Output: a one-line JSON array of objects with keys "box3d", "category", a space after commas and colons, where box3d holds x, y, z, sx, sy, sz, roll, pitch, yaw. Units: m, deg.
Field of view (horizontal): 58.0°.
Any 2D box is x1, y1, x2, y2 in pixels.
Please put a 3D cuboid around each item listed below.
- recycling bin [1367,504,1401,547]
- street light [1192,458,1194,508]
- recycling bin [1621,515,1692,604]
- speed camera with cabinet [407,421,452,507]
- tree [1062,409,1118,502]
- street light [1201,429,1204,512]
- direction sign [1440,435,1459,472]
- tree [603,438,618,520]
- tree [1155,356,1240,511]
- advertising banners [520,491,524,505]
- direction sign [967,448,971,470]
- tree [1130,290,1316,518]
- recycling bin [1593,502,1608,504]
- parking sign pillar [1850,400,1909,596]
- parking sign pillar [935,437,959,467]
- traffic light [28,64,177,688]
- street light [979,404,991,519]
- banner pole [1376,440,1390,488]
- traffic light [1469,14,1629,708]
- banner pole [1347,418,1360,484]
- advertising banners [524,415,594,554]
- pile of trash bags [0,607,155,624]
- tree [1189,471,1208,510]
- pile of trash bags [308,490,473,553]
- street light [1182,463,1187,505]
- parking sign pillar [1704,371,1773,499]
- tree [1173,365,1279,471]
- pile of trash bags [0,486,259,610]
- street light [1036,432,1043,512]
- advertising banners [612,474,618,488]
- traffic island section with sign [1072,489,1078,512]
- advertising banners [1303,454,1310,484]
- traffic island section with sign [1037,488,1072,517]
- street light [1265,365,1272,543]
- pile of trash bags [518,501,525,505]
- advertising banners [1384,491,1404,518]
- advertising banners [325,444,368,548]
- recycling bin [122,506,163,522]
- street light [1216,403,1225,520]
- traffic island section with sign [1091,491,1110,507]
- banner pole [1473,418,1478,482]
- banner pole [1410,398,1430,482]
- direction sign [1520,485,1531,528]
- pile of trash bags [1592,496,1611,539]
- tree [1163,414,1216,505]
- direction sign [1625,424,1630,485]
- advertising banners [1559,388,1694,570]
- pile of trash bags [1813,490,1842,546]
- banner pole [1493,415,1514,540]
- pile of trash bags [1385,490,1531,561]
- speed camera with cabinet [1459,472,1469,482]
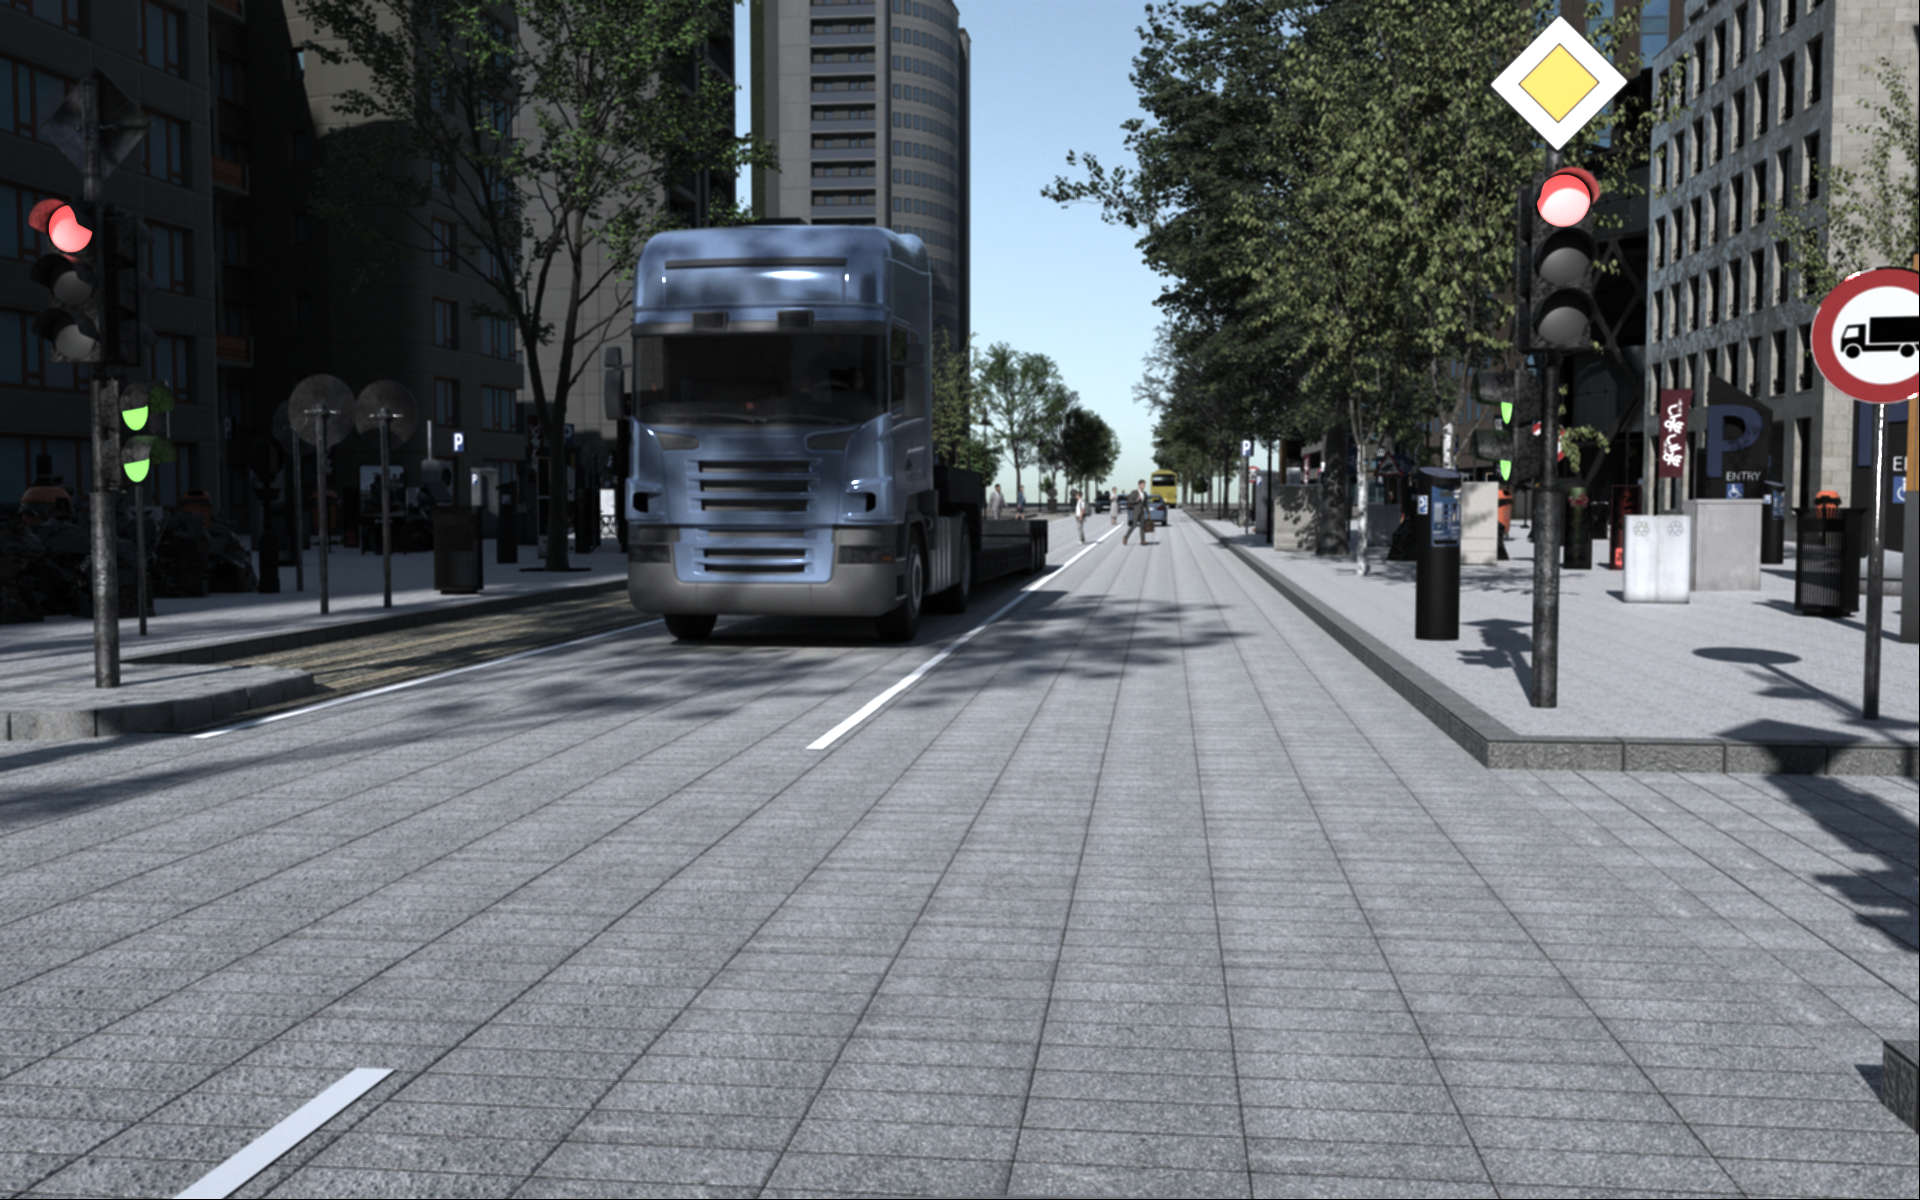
[{"box3d": [10.357, -1.831, 42.484, 0.722, 1.027, 0.722, 0, 4, -3], "category": "recycling bin"}, {"box3d": [21.612, -11.487, 160.606, 0.468, 5.910, 1.993, 0, 4, 7], "category": "street light"}, {"box3d": [8.286, -0.494, 20.629, 0.722, 1.027, 0.722, 1, 4, 19], "category": "recycling bin"}, {"box3d": [-14.210, -3.157, 45.955, 0.660, 3.252, 2.038, 1, 4, 11], "category": "speed camera with cabinet"}, {"box3d": [17.360, -19.197, 232.002, 7.486, 12.596, 7.792, 0, 3, 0], "category": "tree"}, {"box3d": [17.063, -9.105, 121.659, 0.468, 5.910, 1.993, 0, 4, 7], "category": "street light"}, {"box3d": [18.721, -4.545, 66.316, 0.379, 3.537, 0.876, -2, 4, -30], "category": "direction sign"}, {"box3d": [-16.492, -6.252, 85.934, 4.285, 4.588, 4.351, 0, 3, 0], "category": "tree"}, {"box3d": [18.314, -12.858, 128.361, 7.486, 12.596, 7.792, 0, 3, 0], "category": "tree"}, {"box3d": [-21.977, -5.437, 85.084, 2.074, 3.025, 0.090, 0, 4, -8], "category": "advertising banners"}, {"box3d": [0.429, -5.758, 86.139, 0.379, 3.537, 0.876, -1, 4, -10], "category": "direction sign"}, {"box3d": [14.201, -11.096, 91.782, 12.009, 13.543, 11.850, 0, 3, 0], "category": "tree"}, {"box3d": [19.541, -2.508, 53.559, 0.722, 1.027, 0.722, 0, 4, -5], "category": "recycling bin"}, {"box3d": [12.176, -2.062, 22.190, 1.447, 3.967, 1.447, 2, 4, 32], "category": "parking sign pillar"}, {"box3d": [-0.641, -5.661, 81.033, 1.447, 3.967, 1.447, 3, 5, 43], "category": "parking sign pillar"}, {"box3d": [-5.647, -1.374, 11.389, 0.839, 4.253, 0.868, 0, 4, 7], "category": "traffic light"}, {"box3d": [1.276, -7.041, 87.906, 0.468, 5.910, 1.993, 0, 4, 7], "category": "street light"}, {"box3d": [19.452, -5.477, 79.569, 0.863, 3.779, 0.401, -1, 4, -18], "category": "banner pole"}, {"box3d": [3.504, -1.310, 10.335, 0.839, 4.253, 0.868, 0, 4, 7], "category": "traffic light"}, {"box3d": [11.330, -3.692, 50.385, 0.863, 3.779, 0.401, -1, 4, -12], "category": "banner pole"}, {"box3d": [-8.733, -2.542, 37.748, 2.074, 3.025, 0.090, 3, 4, 37], "category": "advertising banners"}, {"box3d": [-10.143, -0.473, 17.481, 1.912, 1.369, 3.447, 3, 5, 45], "category": "pile of trash bags"}, {"box3d": [19.925, -9.042, 142.437, 1.663, 3.219, 1.824, 0, 3, 0], "category": "tree"}, {"box3d": [-12.732, -1.764, 38.591, 3.447, 1.369, 1.912, -3, 5, -39], "category": "pile of trash bags"}, {"box3d": [31.216, -16.502, 242.591, 0.468, 5.910, 1.993, 0, 4, 7], "category": "street light"}, {"box3d": [16.904, -3.008, 37.659, 1.447, 3.967, 1.447, 2, 4, 34], "category": "parking sign pillar"}, {"box3d": [17.184, -10.732, 109.884, 7.601, 10.594, 8.767, -3, 4, -37], "category": "tree"}, {"box3d": [-10.326, -0.716, 21.464, 1.912, 1.369, 3.447, 1, 4, 9], "category": "pile of trash bags"}, {"box3d": [5.868, -9.423, 126.848, 0.468, 5.910, 1.993, 0, 4, 7], "category": "street light"}, {"box3d": [-16.647, -5.127, 80.012, 2.074, 3.025, 0.090, -2, 4, -24], "category": "advertising banners"}, {"box3d": [9.127, -7.893, 137.682, 1.989, 1.847, 2.006, 0, 4, 7], "category": "traffic island section with sign"}, {"box3d": [14.835, -4.912, 76.492, 0.090, 3.025, 2.074, -2, 4, -24], "category": "advertising banners"}, {"box3d": [5.965, -6.249, 110.791, 1.989, 1.847, 2.006, 0, 4, 7], "category": "traffic island section with sign"}, {"box3d": [8.129, -4.441, 45.402, 0.468, 5.910, 1.993, 0, 4, 7], "category": "street light"}, {"box3d": [-18.421, -3.780, 71.551, 1.912, 1.369, 3.447, 1, 4, 14], "category": "pile of trash bags"}, {"box3d": [21.257, -5.282, 82.542, 2.074, 3.025, 0.090, 1, 4, 23], "category": "advertising banners"}, {"box3d": [-14.537, -2.762, 41.354, 2.074, 3.025, 0.090, 2, 4, 27], "category": "advertising banners"}, {"box3d": [-17.299, -1.469, 36.574, 0.722, 1.027, 0.722, -3, 4, -38], "category": "recycling bin"}, {"box3d": [12.664, -6.823, 84.350, 0.468, 5.910, 1.993, 0, 4, 7], "category": "street light"}, {"box3d": [15.533, -11.234, 192.299, 1.989, 1.847, 2.006, 0, 4, 7], "category": "traffic island section with sign"}, {"box3d": [16.968, -4.103, 57.107, 0.401, 3.779, 0.863, 1, 4, 17], "category": "banner pole"}, {"box3d": [11.348, -3.217, 42.613, 0.863, 3.779, 0.401, -3, 4, -36], "category": "banner pole"}, {"box3d": [21.311, -4.476, 65.182, 0.379, 3.537, 0.876, -2, 4, -34], "category": "direction sign"}, {"box3d": [17.698, -2.397, 48.944, 1.912, 1.369, 3.447, -1, 4, -22], "category": "pile of trash bags"}, {"box3d": [28.396, -17.452, 211.087, 9.928, 11.665, 9.643, 0, 3, 0], "category": "tree"}, {"box3d": [21.817, -3.955, 56.664, 0.379, 3.537, 0.876, 2, 4, 25], "category": "direction sign"}, {"box3d": [11.168, -2.013, 29.094, 2.074, 3.025, 0.090, 2, 4, 26], "category": "advertising banners"}, {"box3d": [22.525, -1.970, 41.962, 3.447, 1.369, 1.912, 3, 5, 40], "category": "pile of trash bags"}, {"box3d": [15.115, -3.561, 48.238, 0.863, 3.779, 0.401, -2, 4, -33], "category": "banner pole"}, {"box3d": [9.937, -1.487, 34.069, 1.912, 1.369, 3.447, 3, 5, 43], "category": "pile of trash bags"}, {"box3d": [20.434, -4.746, 71.940, 0.660, 3.252, 2.038, 3, 5, 42], "category": "speed camera with cabinet"}]
